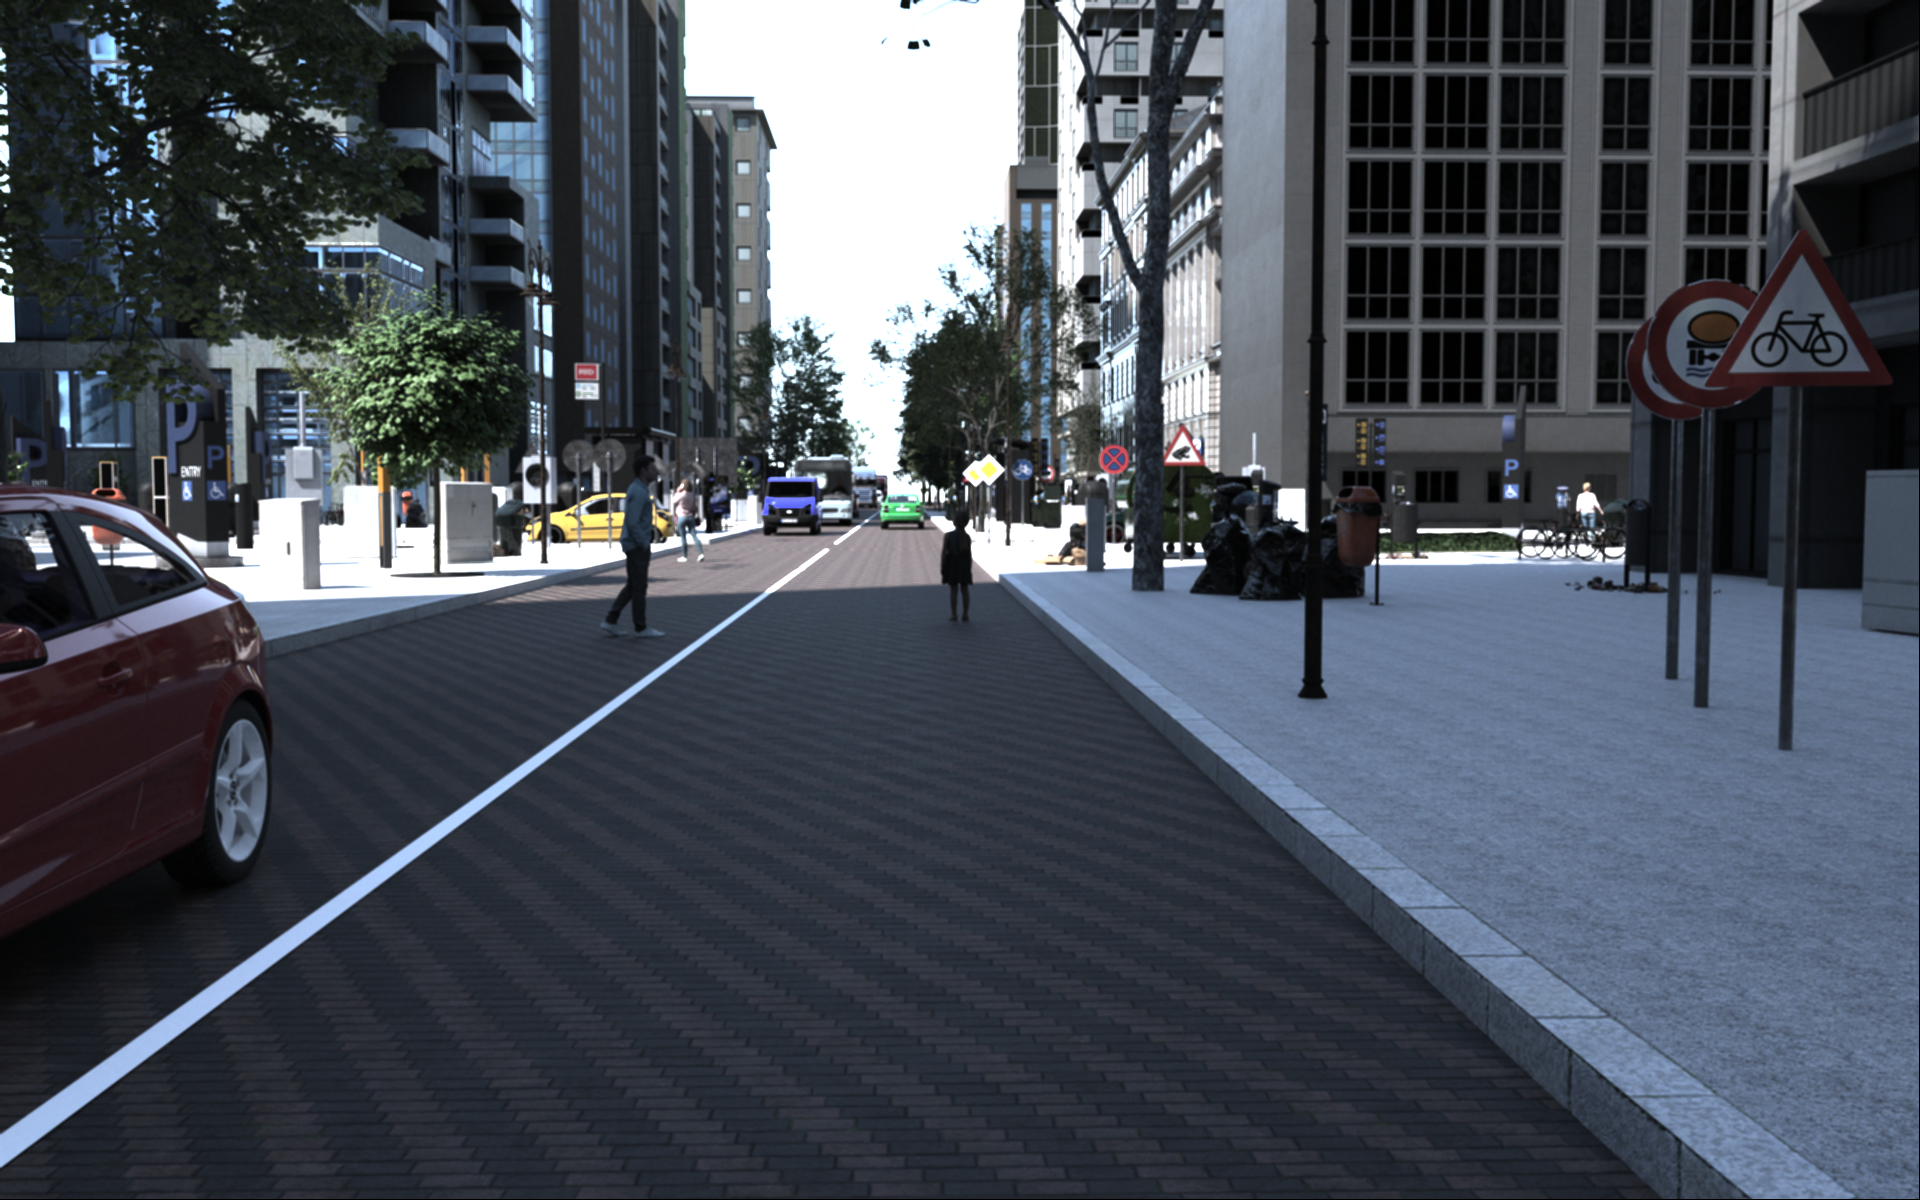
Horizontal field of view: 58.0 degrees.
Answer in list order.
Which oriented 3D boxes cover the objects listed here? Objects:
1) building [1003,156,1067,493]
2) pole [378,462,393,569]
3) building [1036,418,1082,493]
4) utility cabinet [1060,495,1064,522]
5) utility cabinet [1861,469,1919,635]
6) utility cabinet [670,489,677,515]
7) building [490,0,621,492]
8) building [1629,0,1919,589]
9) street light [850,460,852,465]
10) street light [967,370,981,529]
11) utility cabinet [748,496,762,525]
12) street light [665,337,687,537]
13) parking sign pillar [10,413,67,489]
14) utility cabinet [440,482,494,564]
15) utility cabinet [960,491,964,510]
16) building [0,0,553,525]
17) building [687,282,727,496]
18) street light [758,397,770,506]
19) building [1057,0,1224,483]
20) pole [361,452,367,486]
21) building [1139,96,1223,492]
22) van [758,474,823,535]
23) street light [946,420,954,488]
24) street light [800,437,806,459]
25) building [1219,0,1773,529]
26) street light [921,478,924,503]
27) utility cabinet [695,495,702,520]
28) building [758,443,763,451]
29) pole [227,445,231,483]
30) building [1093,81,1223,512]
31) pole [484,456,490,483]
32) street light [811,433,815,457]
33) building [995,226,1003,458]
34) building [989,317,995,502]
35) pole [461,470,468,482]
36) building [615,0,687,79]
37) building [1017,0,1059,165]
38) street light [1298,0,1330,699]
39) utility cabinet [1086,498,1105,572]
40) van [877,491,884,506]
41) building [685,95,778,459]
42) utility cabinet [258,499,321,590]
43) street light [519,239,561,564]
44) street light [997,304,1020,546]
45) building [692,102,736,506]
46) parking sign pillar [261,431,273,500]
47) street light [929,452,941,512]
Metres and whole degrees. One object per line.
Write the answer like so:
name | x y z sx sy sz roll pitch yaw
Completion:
building | 12.979 -35.450 229.713 14.600 45.320 14.200 0 4 -2
pole | -9.877 -2.193 29.704 0.158 3.312 0.155 0 3 0
building | 23.952 -29.841 179.789 32.217 40.220 23.993 0 4 -2
utility cabinet | 4.981 -4.207 79.954 1.020 1.237 0.306 -1 4 -22
utility cabinet | 8.741 -0.433 15.762 0.318 1.500 1.173 0 4 -7
utility cabinet | -17.377 -5.815 103.753 1.173 1.500 0.318 3 4 37
building | -31.202 -28.548 116.874 14.600 45.320 14.200 0 4 -2
building | 21.683 -35.387 16.836 20.563 71.187 20.611 0 4 -2
street light | -13.395 -14.594 211.391 0.468 5.910 1.993 0 4 -2
street light | 0.503 -5.496 62.643 0.468 5.910 1.993 0 4 -2
utility cabinet | -8.608 -3.764 72.698 0.306 1.237 1.020 -2 4 -27
street light | -8.365 -4.800 51.268 0.468 5.910 1.993 0 4 -2
parking sign pillar | -32.279 -4.395 60.329 1.447 3.967 1.447 2 4 30
utility cabinet | -9.103 -1.417 31.840 0.318 1.500 1.173 2 4 29
utility cabinet | 0.000 -6.256 110.957 0.318 1.500 1.173 1 4 15
building | -32.887 -47.237 85.003 22.319 86.520 31.000 0 4 -2
building | -36.244 -18.952 154.902 27.650 21.520 28.899 0 4 -2
street light | -9.336 -6.731 82.837 0.468 5.910 1.993 0 4 -2
building | 23.164 -34.498 153.273 28.713 52.752 27.495 0 4 -2
pole | -21.720 -4.239 63.148 0.158 3.312 0.155 0 3 0
building | 17.538 -15.184 90.054 13.314 21.916 24.055 0 4 -2
van | -5.968 -3.518 61.896 2.240 2.365 5.245 0 4 -3
street light | -0.554 -7.438 94.403 0.468 5.910 1.993 0 4 -2
street light | -10.396 -8.663 114.435 0.468 5.910 1.993 0 4 -2
building | 23.491 -16.832 68.718 24.014 27.812 14.314 0 4 -2
street light | -4.034 -14.018 201.987 0.468 5.910 1.993 0 4 -2
utility cabinet | -12.907 -4.550 85.548 0.306 1.237 1.020 -1 4 -16
building | -42.337 -34.713 259.431 32.217 40.220 23.993 0 4 -2
pole | -30.127 -4.743 71.391 0.158 3.312 0.155 0 3 0
building | 16.310 -19.396 114.395 12.463 27.353 25.104 0 4 -2
pole | -13.721 -3.452 50.281 0.158 3.312 0.155 0 3 0
street light | -10.808 -9.475 127.697 0.468 5.910 1.993 0 4 -2
building | 12.222 -35.538 264.639 14.154 41.232 14.086 0 4 -2
building | 11.578 -31.035 279.124 14.160 30.474 14.107 0 4 -2
pole | -15.050 -3.594 52.607 0.158 3.312 0.155 0 3 0
building | -28.706 -27.463 132.617 14.154 41.232 14.086 0 4 -2
building | 16.703 -49.430 246.427 20.563 71.187 20.611 0 4 -2
street light | 2.227 -2.323 10.762 0.468 5.910 1.993 0 4 -2
utility cabinet | 2.272 -1.096 29.075 0.306 1.237 1.020 0 4 3
van | -10.366 -12.653 213.890 2.013 2.044 4.112 0 4 -2
building | -39.584 -39.390 233.263 28.713 52.752 27.495 0 4 -2
utility cabinet | -9.071 -0.750 23.431 1.020 1.237 0.306 3 4 36
street light | -7.635 -3.599 31.631 0.468 5.910 1.993 0 4 -2
street light | 1.177 -4.253 42.328 0.468 5.910 1.993 0 4 -2
building | -30.645 -30.123 176.112 14.154 41.232 14.086 0 4 -2
parking sign pillar | -21.895 -4.017 54.150 1.447 3.967 1.447 0 4 -7
street light | -2.004 -10.134 138.485 0.468 5.910 1.993 0 4 -2
